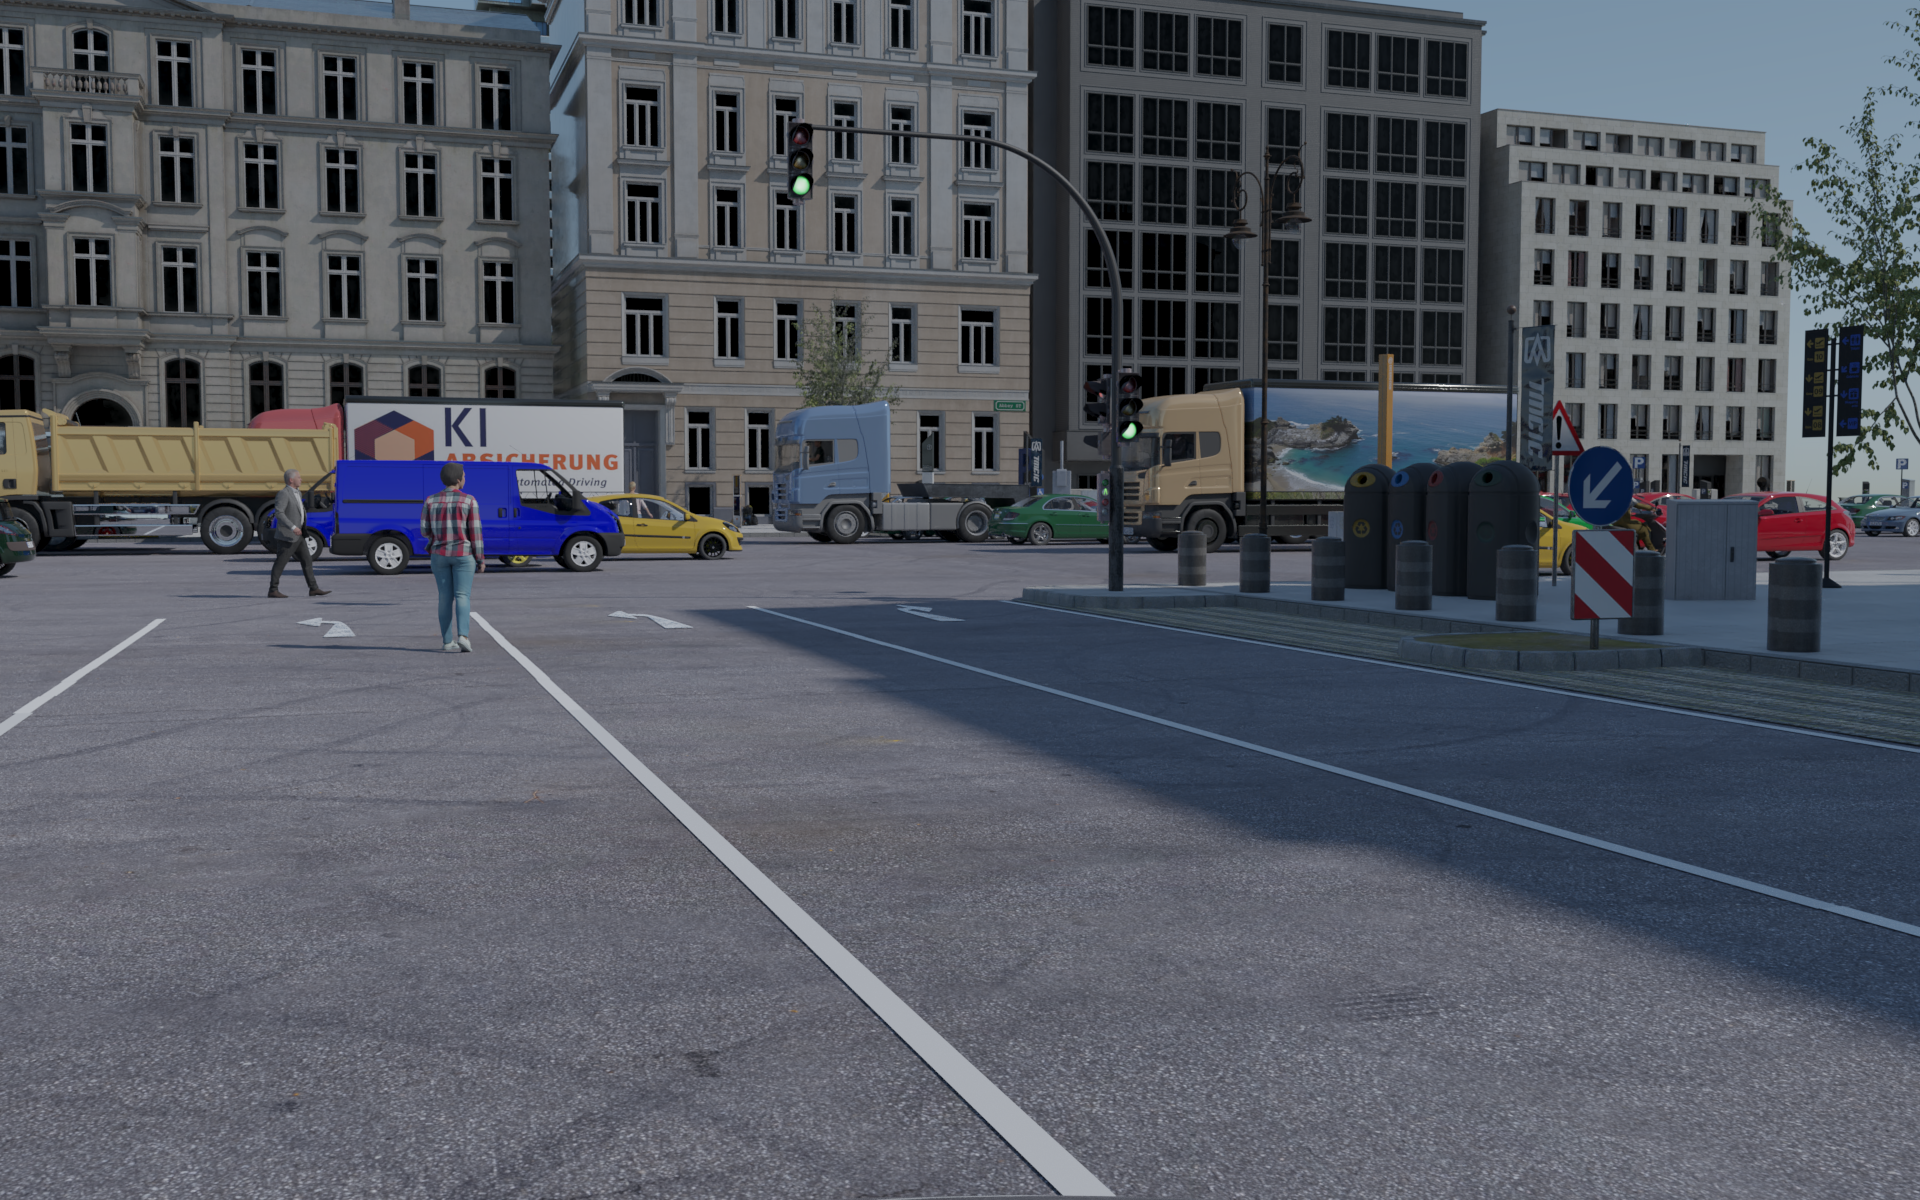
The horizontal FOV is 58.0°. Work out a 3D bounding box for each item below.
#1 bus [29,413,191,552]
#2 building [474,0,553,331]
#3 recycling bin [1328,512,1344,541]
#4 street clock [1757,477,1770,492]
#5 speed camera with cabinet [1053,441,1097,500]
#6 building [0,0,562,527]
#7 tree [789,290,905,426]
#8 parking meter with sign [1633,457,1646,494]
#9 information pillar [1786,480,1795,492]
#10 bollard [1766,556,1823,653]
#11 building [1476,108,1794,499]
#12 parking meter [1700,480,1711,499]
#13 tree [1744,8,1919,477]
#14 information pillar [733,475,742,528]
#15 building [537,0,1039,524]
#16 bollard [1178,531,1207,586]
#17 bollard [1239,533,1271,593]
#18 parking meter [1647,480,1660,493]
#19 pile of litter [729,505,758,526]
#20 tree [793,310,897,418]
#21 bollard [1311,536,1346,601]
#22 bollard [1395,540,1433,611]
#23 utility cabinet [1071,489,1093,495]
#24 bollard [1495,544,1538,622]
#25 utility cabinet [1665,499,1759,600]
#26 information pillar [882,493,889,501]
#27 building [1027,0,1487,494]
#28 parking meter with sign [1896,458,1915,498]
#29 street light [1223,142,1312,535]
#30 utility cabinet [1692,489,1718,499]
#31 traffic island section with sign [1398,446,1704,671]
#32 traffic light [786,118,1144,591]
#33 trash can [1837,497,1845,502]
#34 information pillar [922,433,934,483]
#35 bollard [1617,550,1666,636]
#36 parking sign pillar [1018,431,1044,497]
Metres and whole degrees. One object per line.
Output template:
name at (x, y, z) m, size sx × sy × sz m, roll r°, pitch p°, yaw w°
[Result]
bus at (-25.492, -2.945, 43.018) m, size 13.247 × 3.499 × 2.948 m, roll -1°, pitch 4°, yaw -19°
building at (-53.518, -56.441, 235.475) m, size 31.000 × 86.520 × 22.319 m, roll -1°, pitch 4°, yaw -19°
recycling bin at (5.748, -0.753, 24.869) m, size 0.722 × 1.027 × 0.722 m, roll -1°, pitch 4°, yaw -11°
street clock at (33.772, -4.176, 72.840) m, size 0.358 × 2.002 × 0.471 m, roll -2°, pitch 4°, yaw -30°
speed camera with cabinet at (4.493, -4.304, 64.707) m, size 2.038 × 3.252 × 0.660 m, roll 0°, pitch 4°, yaw 6°
building at (-34.432, -15.375, 70.464) m, size 34.723 × 24.649 × 14.460 m, roll -1°, pitch 4°, yaw -19°
tree at (-4.267, -6.901, 63.200) m, size 4.360 × 8.622 × 3.978 m, roll 0°, pitch 3°, yaw 0°
parking meter with sign at (31.461, -5.158, 80.593) m, size 0.543 × 3.016 × 1.738 m, roll 2°, pitch 4°, yaw 29°
information pillar at (43.870, -5.323, 91.517) m, size 0.304 × 2.012 × 0.304 m, roll -2°, pitch 4°, yaw -27°
bollard at (6.835, 0.033, 14.185) m, size 0.404 × 0.777 × 0.398 m, roll 0°, pitch 3°, yaw 0°
building at (33.433, -14.510, 91.993) m, size 16.860 × 20.320 × 10.420 m, roll -1°, pitch 4°, yaw -19°
parking meter at (31.491, -4.125, 73.159) m, size 0.255 × 1.863 × 0.399 m, roll -2°, pitch 4°, yaw -30°
tree at (13.933, -4.563, 24.972) m, size 4.737 × 8.622 × 4.395 m, roll 0°, pitch 3°, yaw 0°
information pillar at (-8.481, -3.759, 65.944) m, size 0.304 × 2.012 × 0.304 m, roll 0°, pitch 4°, yaw 0°
building at (-8.075, -17.913, 78.775) m, size 20.117 × 28.700 × 13.634 m, roll -1°, pitch 4°, yaw -19°
bollard at (3.257, -0.586, 24.300) m, size 0.404 × 0.777 × 0.398 m, roll 0°, pitch 3°, yaw 0°
bollard at (3.852, -0.483, 22.612) m, size 0.404 × 0.777 × 0.398 m, roll 0°, pitch 3°, yaw 0°
parking meter at (29.065, -4.083, 72.467) m, size 0.255 × 1.863 × 0.399 m, roll 0°, pitch 4°, yaw -7°
pile of litter at (-8.920, -3.473, 70.741) m, size 1.176 × 0.858 × 1.719 m, roll 3°, pitch 4°, yaw 38°
tree at (-4.871, -7.262, 69.097) m, size 4.737 × 8.622 × 4.395 m, roll 0°, pitch 3°, yaw 0°
bollard at (4.449, -0.380, 20.924) m, size 0.404 × 0.777 × 0.398 m, roll 0°, pitch 3°, yaw 0°
bollard at (5.044, -0.277, 19.240) m, size 0.404 × 0.777 × 0.398 m, roll 0°, pitch 3°, yaw 0°
utility cabinet at (5.309, -4.166, 76.786) m, size 1.173 × 1.500 × 0.318 m, roll -1°, pitch 4°, yaw -10°
bollard at (5.641, -0.174, 17.554) m, size 0.404 × 0.777 × 0.398 m, roll 0°, pitch 3°, yaw 0°
utility cabinet at (9.123, -0.603, 21.026) m, size 1.020 × 1.237 × 0.306 m, roll 0°, pitch 4°, yaw -4°
information pillar at (-2.980, -4.630, 67.047) m, size 0.504 × 3.616 × 0.183 m, roll 2°, pitch 4°, yaw 30°
building at (12.682, -17.957, 87.111) m, size 24.014 × 27.812 × 14.314 m, roll -1°, pitch 4°, yaw -19°
parking meter with sign at (46.586, -5.432, 85.078) m, size 1.738 × 3.016 × 0.543 m, roll -3°, pitch 5°, yaw -40°
street light at (4.077, -3.081, 23.165) m, size 0.468 × 5.910 × 1.993 m, roll -1°, pitch 4°, yaw -19°
utility cabinet at (32.763, -4.131, 76.212) m, size 1.173 × 1.500 × 0.318 m, roll -1°, pitch 4°, yaw -21°
traffic island section with sign at (4.915, -0.385, 14.927) m, size 1.989 × 1.847 × 2.006 m, roll -1°, pitch 4°, yaw -19°
traffic light at (0.088, -2.895, 21.994) m, size 4.771 × 5.953 × 1.251 m, roll -1°, pitch 4°, yaw -19°
trash can at (39.538, -4.012, 77.243) m, size 0.748 × 1.137 × 0.748 m, roll 0°, pitch 3°, yaw 0°
information pillar at (-1.210, -4.570, 66.072) m, size 0.504 × 3.616 × 0.183 m, roll 2°, pitch 4°, yaw 31°
bollard at (6.243, -0.070, 15.868) m, size 0.404 × 0.777 × 0.398 m, roll 0°, pitch 3°, yaw 0°
parking sign pillar at (3.015, -5.186, 73.271) m, size 1.447 × 3.967 × 1.447 m, roll -2°, pitch 4°, yaw -35°
